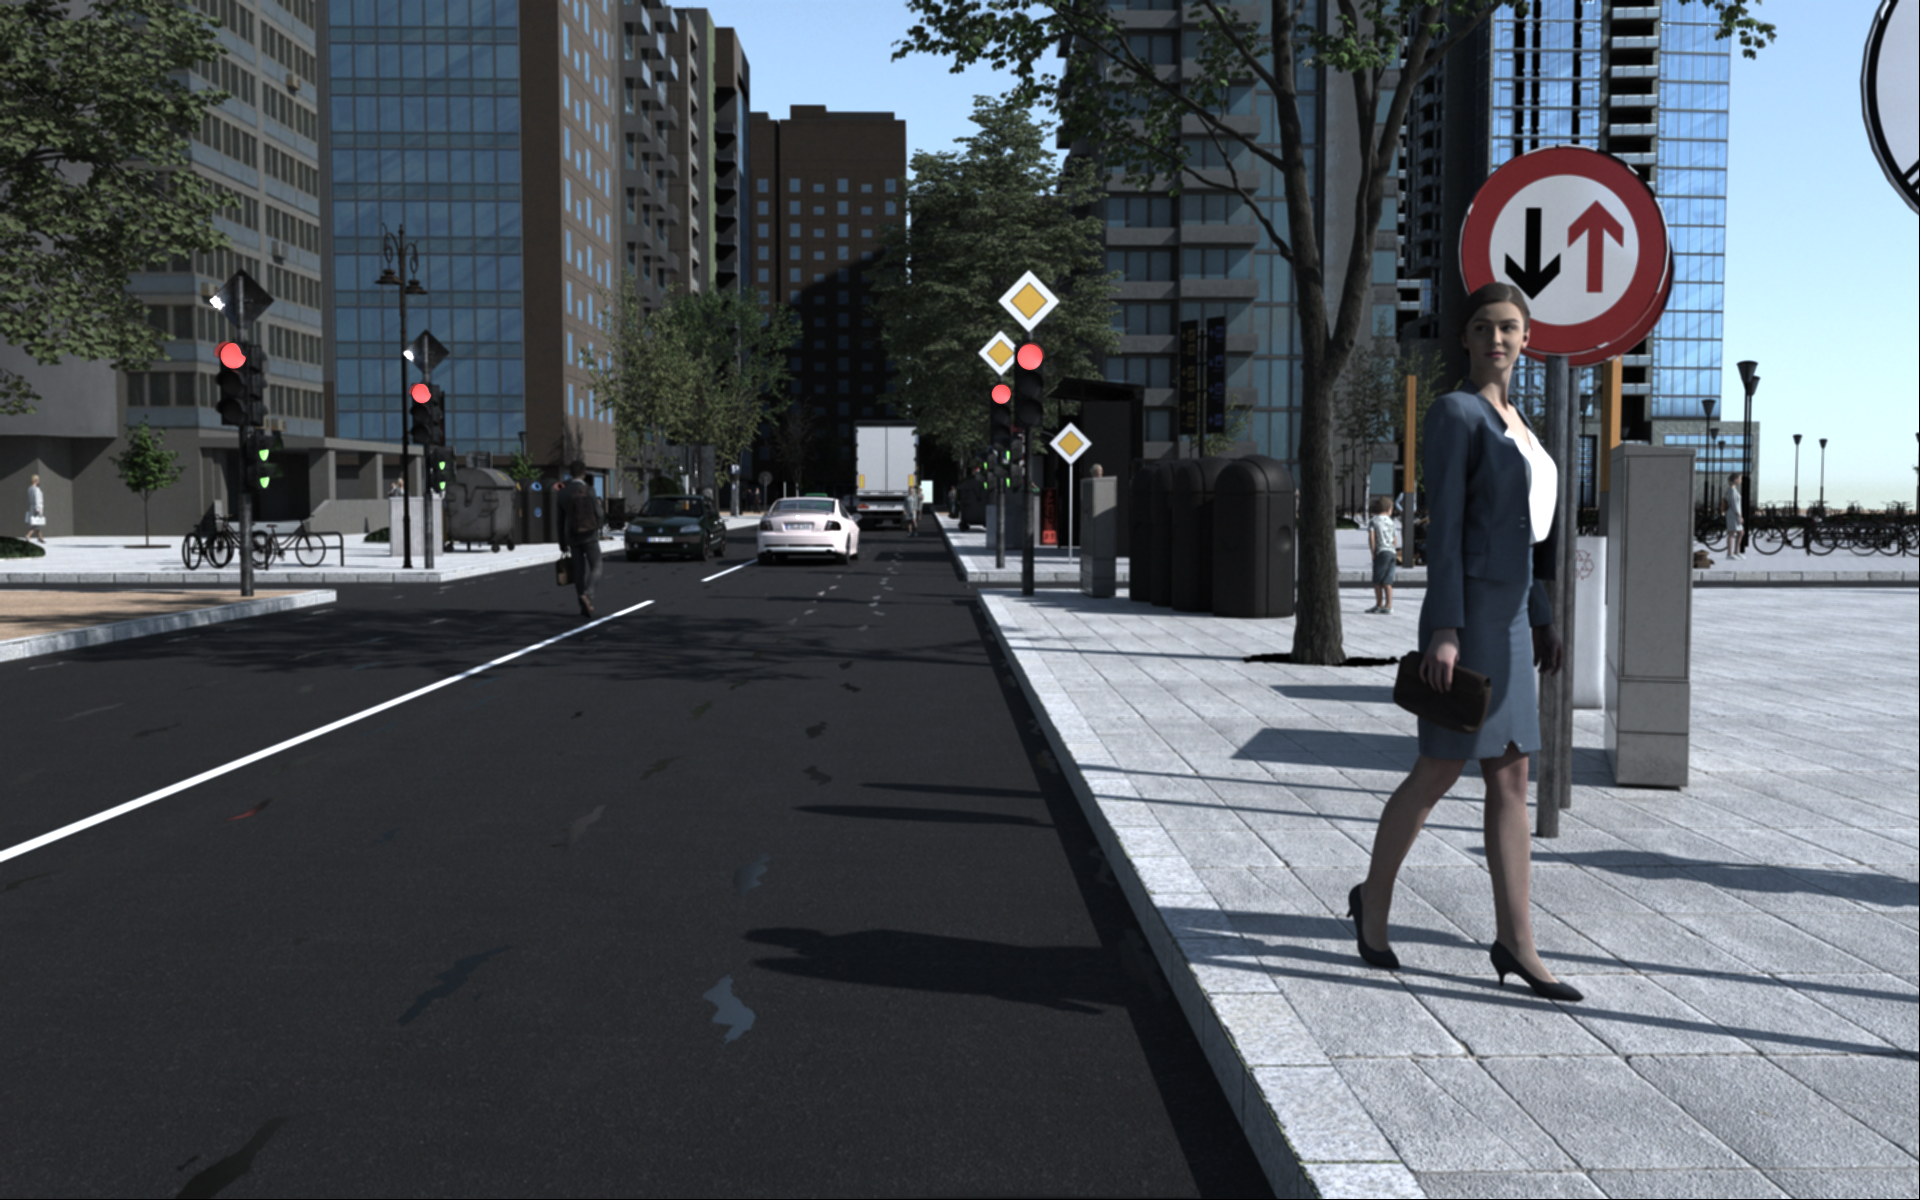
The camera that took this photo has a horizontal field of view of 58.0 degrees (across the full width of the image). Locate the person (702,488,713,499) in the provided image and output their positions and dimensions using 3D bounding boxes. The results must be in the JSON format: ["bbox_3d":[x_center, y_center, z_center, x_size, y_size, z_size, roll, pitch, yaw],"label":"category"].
[{"bbox_3d":[-11.370,-4.353,77.393,0.709,1.800,0.728,1,4,18],"label":"person"}]

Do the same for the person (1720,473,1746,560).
[{"bbox_3d":[15.167,-1.645,33.942,0.522,1.701,0.512,1,4,18],"label":"person"}]

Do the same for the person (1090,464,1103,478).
[{"bbox_3d":[2.516,-1.622,32.434,0.818,1.842,0.514,-3,4,-37],"label":"person"}]

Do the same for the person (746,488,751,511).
[{"bbox_3d":[-15.898,-7.541,130.265,0.530,1.710,0.541,2,4,35],"label":"person"}]

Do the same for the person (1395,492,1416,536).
[{"bbox_3d":[11.029,-2.133,42.725,0.589,1.601,0.330,0,4,-7],"label":"person"}]

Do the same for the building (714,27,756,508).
[{"bbox_3d":[-27.663,-31.467,164.602,14.200,45.320,14.600,0,4,-1],"label":"building"}]

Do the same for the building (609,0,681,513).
[{"bbox_3d":[-31.573,-30.533,118.817,23.786,49.044,30.456,0,4,-1],"label":"building"}]

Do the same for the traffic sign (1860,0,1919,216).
[{"bbox_3d":[2.323,-0.226,3.797,0.768,2.556,0.104,0,4,3],"label":"traffic sign"}]

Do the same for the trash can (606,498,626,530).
[{"bbox_3d":[-12.460,-3.129,62.821,0.748,1.137,0.748,0,3,0],"label":"trash can"}]

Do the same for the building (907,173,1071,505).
[{"bbox_3d":[5.551,-31.846,212.567,23.993,40.220,32.217,0,4,-1],"label":"building"}]

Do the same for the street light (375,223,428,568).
[{"bbox_3d":[-9.565,-3.487,29.808,0.468,5.910,1.993,0,4,-1],"label":"street light"}]

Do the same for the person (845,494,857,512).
[{"bbox_3d":[-8.622,-7.678,137.262,0.991,1.433,0.599,-1,4,-18],"label":"person"}]

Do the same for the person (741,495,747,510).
[{"bbox_3d":[-17.585,-8.194,140.018,1.348,1.823,0.705,2,4,32],"label":"person"}]

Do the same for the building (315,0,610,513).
[{"bbox_3d":[-26.329,-26.915,90.166,14.600,45.320,14.200,0,4,-1],"label":"building"}]

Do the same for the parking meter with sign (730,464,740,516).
[{"bbox_3d":[-13.150,-6.411,101.073,0.543,3.016,1.738,0,4,-4],"label":"parking meter with sign"}]

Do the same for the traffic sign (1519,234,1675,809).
[{"bbox_3d":[2.462,-0.423,7.021,0.768,2.556,0.104,0,4,7],"label":"traffic sign"}]

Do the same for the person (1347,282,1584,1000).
[{"bbox_3d":[1.340,0.092,4.558,0.581,1.822,0.654,-2,4,-30],"label":"person"}]

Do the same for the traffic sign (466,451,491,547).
[{"bbox_3d":[-11.529,-2.409,41.523,0.606,2.300,0.079,0,4,2],"label":"traffic sign"}]

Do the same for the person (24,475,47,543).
[{"bbox_3d":[-24.066,-2.361,45.001,0.624,1.780,0.694,-3,5,-42],"label":"person"}]

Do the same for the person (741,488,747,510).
[{"bbox_3d":[-17.088,-7.921,136.334,1.217,1.735,0.721,1,4,19],"label":"person"}]

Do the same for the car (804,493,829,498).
[{"bbox_3d":[-8.373,-5.624,100.745,1.959,1.807,4.718,0,4,0],"label":"car"}]

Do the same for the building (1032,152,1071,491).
[{"bbox_3d":[18.483,-51.593,156.220,22.319,86.520,31.000,0,4,-1],"label":"building"}]

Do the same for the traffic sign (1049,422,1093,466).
[{"bbox_3d":[2.031,-1.945,31.533,0.795,2.593,0.064,0,4,6],"label":"traffic sign"}]

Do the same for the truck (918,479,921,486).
[{"bbox_3d":[-4.491,-8.886,134.193,2.839,4.237,11.283,0,4,-1],"label":"truck"}]

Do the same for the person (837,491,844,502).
[{"bbox_3d":[-12.659,-10.689,183.946,0.721,1.739,1.217,3,4,38],"label":"person"}]

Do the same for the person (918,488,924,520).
[{"bbox_3d":[-2.366,-5.350,96.327,0.716,1.782,0.532,0,3,0],"label":"person"}]

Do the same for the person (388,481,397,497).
[{"bbox_3d":[-23.535,-4.043,72.114,0.622,1.834,0.822,2,4,26],"label":"person"}]

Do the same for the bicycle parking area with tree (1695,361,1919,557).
[{"bbox_3d":[18.193,-3.222,39.679,9.016,4.147,8.231,3,4,39],"label":"bicycle parking area with tree"}]

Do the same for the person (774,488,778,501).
[{"bbox_3d":[-17.531,-9.731,165.146,0.705,1.824,1.348,-2,4,-23],"label":"person"}]

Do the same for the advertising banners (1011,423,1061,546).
[{"bbox_3d":[2.248,-2.864,43.017,2.074,3.025,0.090,0,4,-6],"label":"advertising banners"}]

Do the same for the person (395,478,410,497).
[{"bbox_3d":[-17.903,-3.025,55.691,0.537,1.800,0.526,-3,5,-40],"label":"person"}]

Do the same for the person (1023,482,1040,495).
[{"bbox_3d":[2.093,-2.847,52.840,0.529,1.795,0.600,-2,4,-35],"label":"person"}]

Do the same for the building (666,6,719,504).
[{"bbox_3d":[-27.702,-27.998,141.369,14.154,41.232,14.086,0,4,-1],"label":"building"}]

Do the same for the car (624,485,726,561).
[{"bbox_3d":[-6.238,-1.737,38.191,2.009,1.686,4.222,0,4,1],"label":"car"}]

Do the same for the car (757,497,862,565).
[{"bbox_3d":[-3.146,-1.471,36.409,2.083,1.381,4.827,0,4,1],"label":"car"}]

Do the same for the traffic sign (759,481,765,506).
[{"bbox_3d":[-11.439,-6.210,101.637,0.768,2.556,0.104,0,4,-1],"label":"traffic sign"}]

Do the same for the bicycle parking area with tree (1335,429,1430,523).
[{"bbox_3d":[18.361,-5.627,79.010,9.016,4.147,8.231,2,4,32],"label":"bicycle parking area with tree"}]

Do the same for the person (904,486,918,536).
[{"bbox_3d":[-1.670,-3.034,59.106,0.512,1.701,0.522,1,4,8],"label":"person"}]

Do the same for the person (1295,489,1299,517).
[{"bbox_3d":[13.064,-3.756,67.802,0.599,1.781,0.374,-3,5,-40],"label":"person"}]

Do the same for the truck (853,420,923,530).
[{"bbox_3d":[-2.935,-5.050,71.483,2.839,4.237,11.283,0,4,-1],"label":"truck"}]

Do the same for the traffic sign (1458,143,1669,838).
[{"bbox_3d":[2.202,-0.386,6.414,0.768,2.556,0.104,0,4,0],"label":"traffic sign"}]

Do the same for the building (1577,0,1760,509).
[{"bbox_3d":[56.564,-51.886,161.004,31.000,86.520,22.319,0,4,-1],"label":"building"}]

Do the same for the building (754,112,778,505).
[{"bbox_3d":[-27.748,-33.806,202.844,14.200,45.320,14.600,0,4,-1],"label":"building"}]

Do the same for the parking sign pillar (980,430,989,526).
[{"bbox_3d":[1.452,-5.042,70.904,1.447,3.967,1.447,-2,4,-33],"label":"parking sign pillar"}]

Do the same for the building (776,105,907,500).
[{"bbox_3d":[-13.351,-33.807,202.846,14.200,45.320,14.600,0,4,-1],"label":"building"}]

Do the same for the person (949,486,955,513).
[{"bbox_3d":[-0.419,-5.808,101.592,0.593,1.750,0.643,3,4,37],"label":"person"}]

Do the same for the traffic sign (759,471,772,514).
[{"bbox_3d":[-10.871,-5.912,96.775,0.768,2.556,0.104,0,4,5],"label":"traffic sign"}]

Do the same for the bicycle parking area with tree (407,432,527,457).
[{"bbox_3d":[-22.799,-5.669,79.684,8.231,4.147,9.016,1,4,10],"label":"bicycle parking area with tree"}]

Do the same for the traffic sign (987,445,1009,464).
[{"bbox_3d":[1.000,-2.591,42.471,0.768,2.556,0.104,0,4,3],"label":"traffic sign"}]

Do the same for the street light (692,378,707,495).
[{"bbox_3d":[-10.340,-5.879,68.911,0.468,5.910,1.993,0,4,-1],"label":"street light"}]

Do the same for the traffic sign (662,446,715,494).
[{"bbox_3d":[-11.415,-4.825,72.756,2.265,3.308,0.079,0,4,5],"label":"traffic sign"}]

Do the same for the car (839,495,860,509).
[{"bbox_3d":[-9.075,-8.104,144.867,2.083,1.381,4.827,0,4,-3],"label":"car"}]

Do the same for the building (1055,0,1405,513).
[{"bbox_3d":[18.696,-31.001,126.478,23.786,49.044,30.456,0,4,-1],"label":"building"}]

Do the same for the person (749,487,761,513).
[{"bbox_3d":[-13.624,-6.624,115.145,0.742,1.727,0.445,-2,4,-31],"label":"person"}]

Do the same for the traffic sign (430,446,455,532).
[{"bbox_3d":[-11.061,-2.128,36.915,0.606,2.300,0.079,0,4,0],"label":"traffic sign"}]

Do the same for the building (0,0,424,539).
[{"bbox_3d":[-35.490,-22.310,56.657,32.217,40.220,23.993,0,4,-1],"label":"building"}]

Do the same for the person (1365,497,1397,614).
[{"bbox_3d":[4.514,-0.480,18.572,0.332,1.250,0.352,1,4,18],"label":"person"}]

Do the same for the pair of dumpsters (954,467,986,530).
[{"bbox_3d":[0.609,-3.716,63.246,1.574,2.255,4.437,0,4,-1],"label":"pair of dumpsters"}]

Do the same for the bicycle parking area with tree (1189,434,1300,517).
[{"bbox_3d":[7.836,-5.138,71.015,8.231,4.147,9.016,-2,4,-34],"label":"bicycle parking area with tree"}]
